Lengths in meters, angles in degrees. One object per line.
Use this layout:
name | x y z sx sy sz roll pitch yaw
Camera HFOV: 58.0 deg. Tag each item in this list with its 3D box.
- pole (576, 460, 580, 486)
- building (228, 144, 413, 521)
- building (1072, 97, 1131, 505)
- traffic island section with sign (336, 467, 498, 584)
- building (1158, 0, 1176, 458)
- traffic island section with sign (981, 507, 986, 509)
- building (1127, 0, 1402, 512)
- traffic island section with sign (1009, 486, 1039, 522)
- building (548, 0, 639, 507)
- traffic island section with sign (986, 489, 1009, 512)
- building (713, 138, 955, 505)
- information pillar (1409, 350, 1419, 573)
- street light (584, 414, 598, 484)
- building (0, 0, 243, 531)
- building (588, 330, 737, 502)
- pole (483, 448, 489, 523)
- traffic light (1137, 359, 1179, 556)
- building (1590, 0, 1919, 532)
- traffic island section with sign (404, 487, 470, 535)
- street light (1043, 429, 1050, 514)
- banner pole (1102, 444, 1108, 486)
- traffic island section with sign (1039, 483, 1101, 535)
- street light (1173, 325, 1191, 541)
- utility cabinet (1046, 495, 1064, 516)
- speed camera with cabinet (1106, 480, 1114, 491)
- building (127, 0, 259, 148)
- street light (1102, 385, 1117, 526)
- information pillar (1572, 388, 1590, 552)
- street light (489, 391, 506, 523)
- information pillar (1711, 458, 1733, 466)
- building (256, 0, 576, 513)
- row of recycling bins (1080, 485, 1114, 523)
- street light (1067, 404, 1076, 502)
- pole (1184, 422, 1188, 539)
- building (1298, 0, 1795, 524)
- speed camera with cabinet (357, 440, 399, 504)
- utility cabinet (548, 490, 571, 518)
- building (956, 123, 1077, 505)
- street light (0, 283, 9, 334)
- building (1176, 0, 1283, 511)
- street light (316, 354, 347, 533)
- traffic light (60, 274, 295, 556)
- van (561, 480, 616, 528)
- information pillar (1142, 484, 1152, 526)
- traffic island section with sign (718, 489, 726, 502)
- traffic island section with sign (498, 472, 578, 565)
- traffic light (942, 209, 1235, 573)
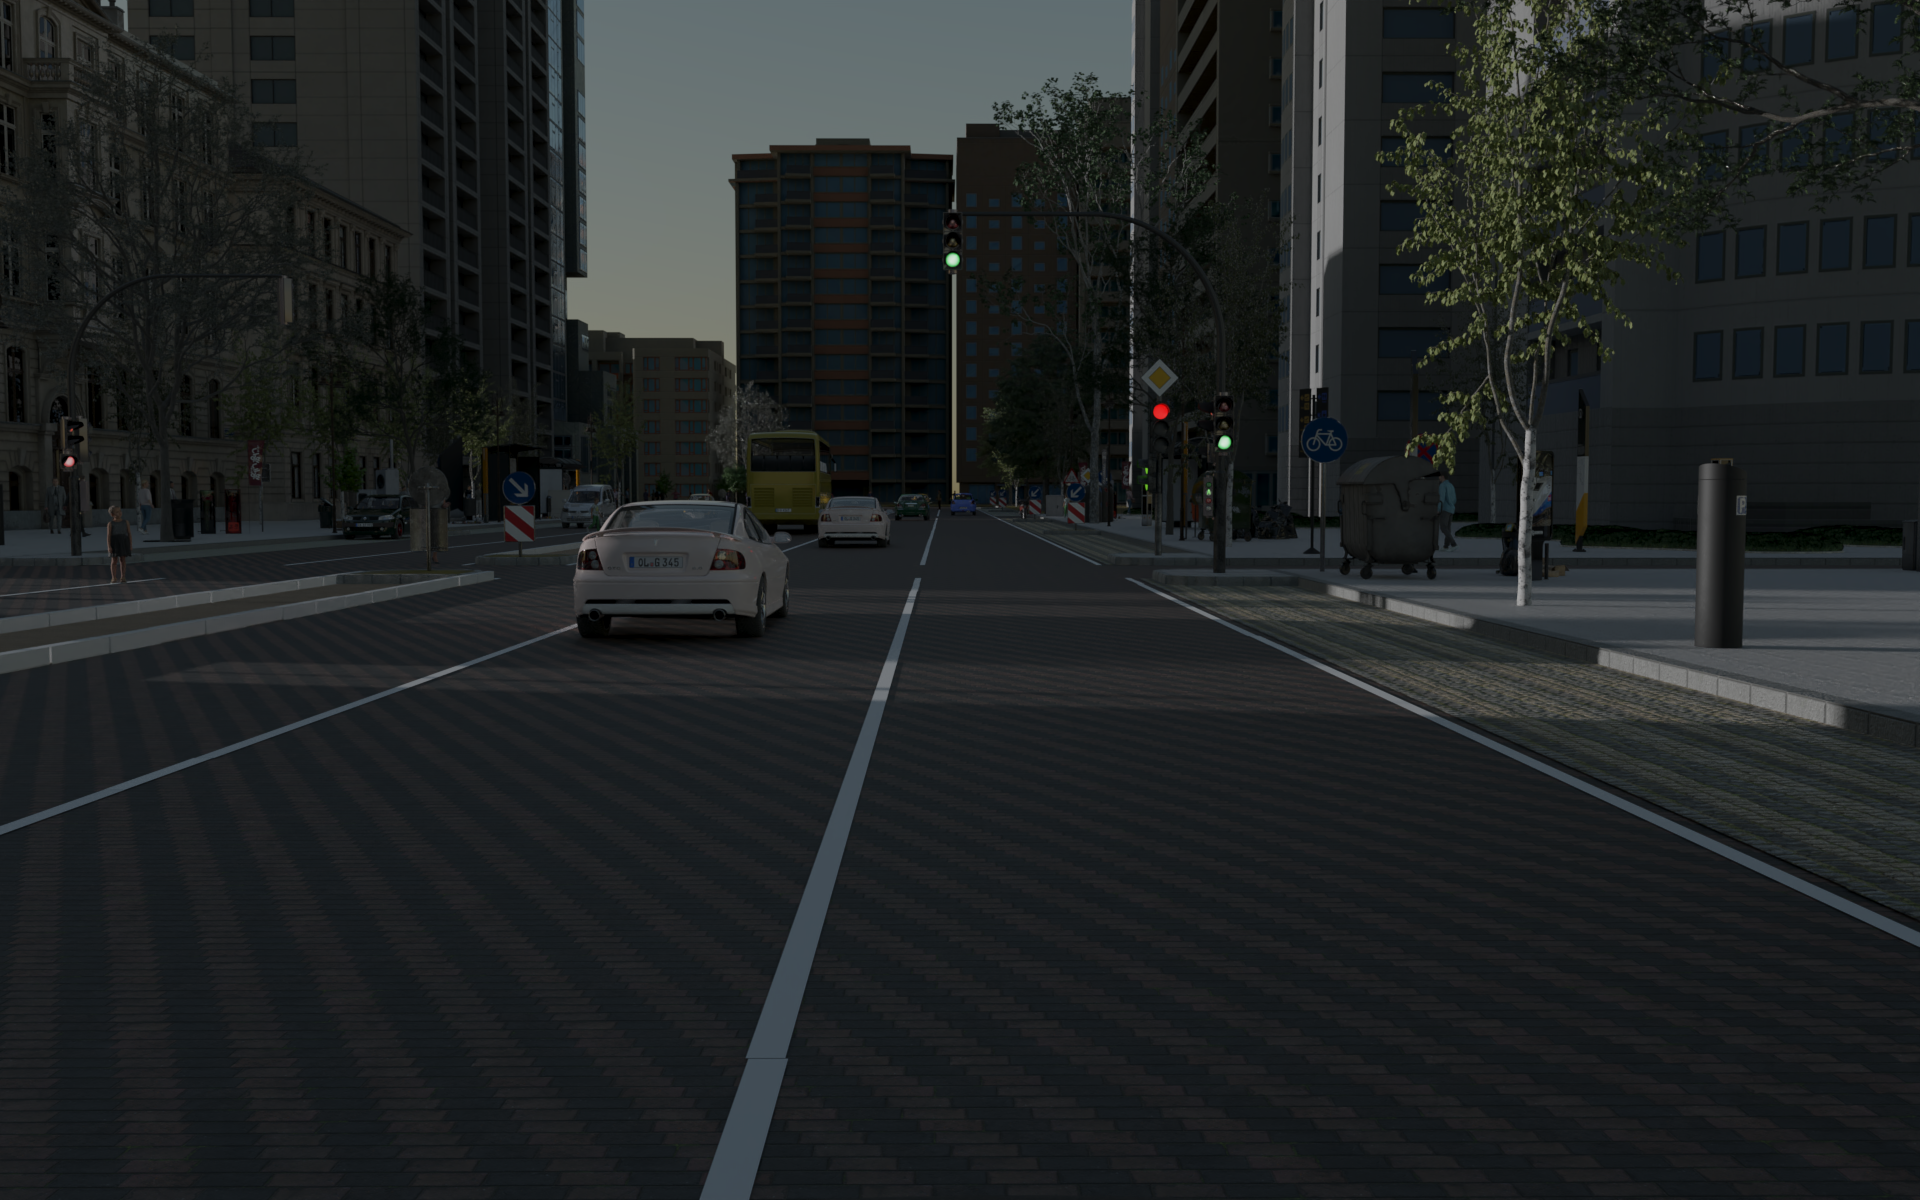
pole | -22.713 -6.676 103.002 0.158 3.312 0.155 0 3 0
building | -36.779 -13.834 90.808 10.561 19.102 19.286 0 4 -1
building | 24.540 -36.177 215.187 21.600 48.544 21.300 0 4 -1
traffic island section with sign | -8.874 -1.235 28.325 2.006 1.907 1.989 0 4 -1
building | 23.777 -29.938 139.597 14.600 45.320 14.200 0 4 -1
traffic island section with sign | 3.003 -9.568 165.067 1.989 1.847 2.006 0 4 -1
building | 26.503 -37.894 161.562 21.231 58.520 28.212 0 4 -1
traffic island section with sign | 3.694 -4.897 88.686 1.989 1.847 2.006 0 4 -1
building | -48.220 -52.011 163.056 31.000 86.520 22.319 0 4 -1
traffic island section with sign | 3.256 -7.909 137.939 1.989 1.847 2.006 0 4 -1
building | -15.056 -34.335 216.000 28.867 44.769 22.147 0 4 -1
information pillar | 7.350 -2.247 28.095 0.183 3.616 0.504 1 4 10
street light | -20.965 -7.693 98.573 0.468 5.910 1.993 0 4 -1
building | -38.871 -14.959 63.664 14.460 24.649 34.723 0 4 -1
building | -44.405 -22.881 219.144 28.899 21.520 27.650 0 4 -1
pole | -20.896 -5.042 76.278 0.158 3.312 0.155 0 3 0
traffic light | 4.121 -2.884 36.074 0.839 4.253 0.868 0 4 -1
building | 34.243 -31.494 56.930 28.212 58.520 21.231 0 4 -1
traffic island section with sign | -18.271 -3.179 60.597 1.989 1.847 2.006 0 4 -1
street light | 5.488 -8.435 110.707 0.468 5.910 1.993 0 4 -1
banner pole | 7.195 -5.843 85.547 0.401 3.779 0.863 2 4 33
traffic island section with sign | 3.949 -3.227 61.394 1.989 1.847 2.006 0 4 -1
street light | 6.106 -4.569 47.496 0.468 5.910 1.993 0 4 -1
utility cabinet | 5.452 -5.400 99.457 1.020 1.237 0.306 1 4 18
speed camera with cabinet | 8.544 -6.954 108.028 2.038 3.252 0.660 0 4 2
building | -42.637 -41.682 119.745 20.563 71.187 20.611 0 4 -1
street light | 5.917 -5.863 68.644 0.468 5.910 1.993 0 4 -1
information pillar | 13.746 -2.868 38.249 0.183 3.616 0.504 0 3 0
street light | -20.762 -6.427 77.869 0.468 5.910 1.993 0 4 -1
information pillar | 15.752 -1.919 35.865 0.304 2.012 0.304 -1 4 -10
building | -42.372 -42.940 140.320 20.563 71.187 20.611 0 4 -1
row of recycling bins | 6.187 -4.373 78.615 1.069 1.692 3.534 1 4 19
street light | 5.756 -7.139 89.502 0.468 5.910 1.993 0 4 -1
pole | 6.350 -3.370 48.949 0.158 3.312 0.155 0 3 0
building | 28.566 -33.851 95.457 21.231 58.520 28.212 0 4 -1
speed camera with cabinet | -21.240 -4.210 63.164 2.038 3.252 0.660 3 5 42
utility cabinet | -21.534 -5.166 93.139 1.173 1.500 0.318 -1 4 -11
building | 6.663 -34.402 212.590 14.200 45.320 14.600 0 4 -1
street light | -20.394 -3.871 36.083 0.468 5.910 1.993 0 4 -1
building | 27.126 -30.456 121.662 21.300 48.544 21.600 0 4 -1
street light | -20.557 -5.136 56.763 0.468 5.910 1.993 0 4 -1
traffic light | -16.248 -3.746 35.912 4.771 5.953 1.251 0 4 -1
van | -15.826 -4.090 73.886 2.013 2.044 4.112 0 4 1
information pillar | 7.489 -3.969 69.390 0.304 2.012 0.304 -3 5 -44
traffic island section with sign | -18.973 -7.928 138.247 1.989 1.847 2.006 0 4 -1
traffic island section with sign | -8.931 -1.688 35.732 2.006 1.907 1.989 0 4 -1
traffic light | 2.102 -3.258 27.929 4.771 5.953 1.251 0 4 -1
